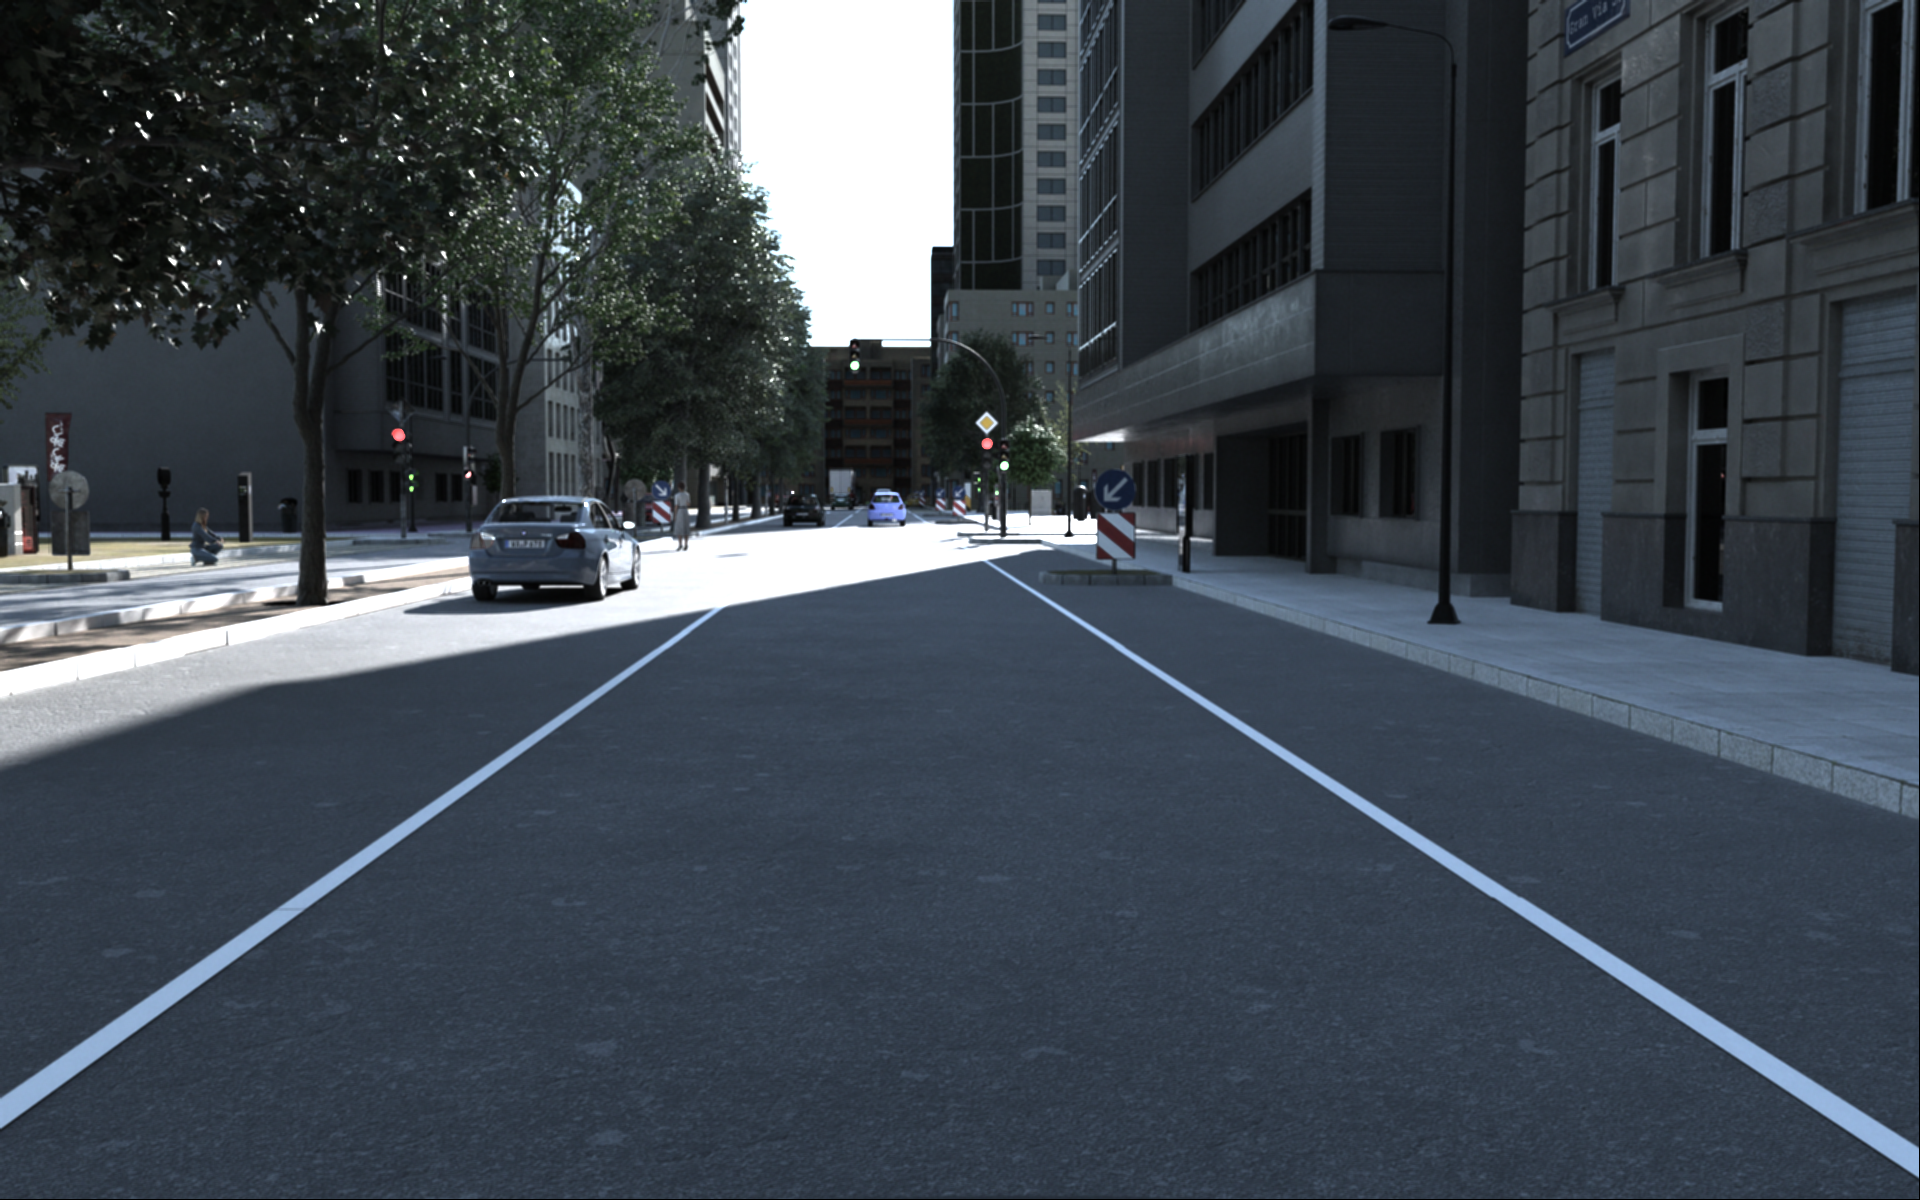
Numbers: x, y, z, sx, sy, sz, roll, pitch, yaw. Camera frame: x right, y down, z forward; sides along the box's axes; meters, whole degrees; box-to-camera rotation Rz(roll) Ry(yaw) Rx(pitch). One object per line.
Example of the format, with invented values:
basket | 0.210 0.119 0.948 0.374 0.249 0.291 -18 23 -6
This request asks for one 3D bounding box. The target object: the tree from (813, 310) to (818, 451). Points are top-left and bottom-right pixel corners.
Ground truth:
tree | -10.672 -9.936 71.572 9.857 13.997 8.962 0 3 0

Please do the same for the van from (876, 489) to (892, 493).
van | -6.590 -8.714 149.488 2.013 2.044 4.112 0 4 -3

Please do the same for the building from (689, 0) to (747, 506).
building | -35.621 -46.421 197.236 20.611 71.187 20.563 0 4 -3

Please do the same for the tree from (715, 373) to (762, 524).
tree | -10.943 -7.838 80.965 4.737 8.622 4.395 0 3 0

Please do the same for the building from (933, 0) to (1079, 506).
building | 7.664 -45.648 184.600 20.563 71.187 20.611 0 4 -3

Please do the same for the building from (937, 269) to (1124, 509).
building | 12.125 -19.360 161.582 27.650 21.520 28.899 0 4 -3

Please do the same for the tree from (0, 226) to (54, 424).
tree | -25.657 -5.810 45.363 4.737 8.622 4.395 0 3 0

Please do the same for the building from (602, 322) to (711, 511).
building | -36.534 -18.467 146.971 27.650 21.520 28.899 0 4 -3

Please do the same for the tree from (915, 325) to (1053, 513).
tree | 1.578 -12.286 117.888 9.611 12.733 9.660 0 3 0

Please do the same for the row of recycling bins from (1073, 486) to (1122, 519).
row of recycling bins | 7.558 -5.017 89.146 3.534 1.692 1.069 1 4 8

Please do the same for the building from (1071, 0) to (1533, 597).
building | 10.980 -13.260 35.870 14.314 24.678 30.058 0 4 -3

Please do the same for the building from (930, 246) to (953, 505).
building | 3.488 -26.379 202.999 14.160 30.474 14.107 0 4 -3

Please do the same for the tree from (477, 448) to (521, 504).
tree | -19.080 -4.701 71.460 1.663 3.219 1.824 0 3 0

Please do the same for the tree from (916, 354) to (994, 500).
tree | -0.150 -13.582 140.186 7.486 12.596 7.792 0 3 0

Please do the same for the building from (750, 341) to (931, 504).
building | -12.177 -23.617 231.173 28.899 21.520 27.650 0 4 -3

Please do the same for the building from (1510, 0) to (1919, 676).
building | 12.572 -12.856 7.461 12.463 27.353 25.104 0 4 -3

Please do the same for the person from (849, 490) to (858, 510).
person | -9.898 -9.231 159.362 0.705 1.831 1.348 -3 5 -40

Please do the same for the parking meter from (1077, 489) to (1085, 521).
parking meter | 5.706 -4.473 81.540 0.372 1.533 0.369 0 3 0

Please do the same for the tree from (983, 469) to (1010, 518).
tree | 1.795 -6.035 93.267 1.663 3.219 1.824 0 3 0

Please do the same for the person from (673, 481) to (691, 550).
person | -7.113 -2.145 44.144 0.480 1.755 0.524 -3 5 -41

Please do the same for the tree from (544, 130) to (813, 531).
tree | -10.070 -9.330 61.651 9.857 13.997 8.962 0 3 0

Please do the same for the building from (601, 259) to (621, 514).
building | -29.884 -14.673 107.350 16.820 18.784 16.811 0 4 -3

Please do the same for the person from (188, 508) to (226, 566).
person | -14.956 -1.257 34.554 0.738 1.151 1.012 0 4 -5

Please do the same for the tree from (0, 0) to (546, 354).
tree | -8.141 -5.654 11.915 9.611 12.733 9.660 0 3 0

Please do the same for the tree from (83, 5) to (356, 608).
tree | -8.211 -5.724 21.805 9.928 11.665 9.643 0 3 0

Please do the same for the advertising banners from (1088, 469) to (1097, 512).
advertising banners | 9.066 -7.729 122.551 0.090 3.025 2.074 -2 4 -30

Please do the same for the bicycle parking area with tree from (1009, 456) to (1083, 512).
bicycle parking area with tree | 6.453 -8.774 130.460 8.231 4.147 9.016 2 4 35

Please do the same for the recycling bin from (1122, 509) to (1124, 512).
recycling bin | 9.686 -5.278 98.845 0.722 1.027 0.722 2 4 33

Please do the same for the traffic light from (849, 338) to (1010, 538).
traffic light | -0.840 -4.645 50.611 4.771 5.953 1.251 0 4 -3

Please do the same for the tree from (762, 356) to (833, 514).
tree | -12.885 -12.416 123.579 7.486 12.596 7.792 0 3 0

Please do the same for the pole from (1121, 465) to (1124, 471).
pole | 11.525 -7.907 123.128 0.158 3.312 0.155 0 3 0

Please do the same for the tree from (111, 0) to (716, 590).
tree | -8.336 -6.337 31.819 9.928 11.665 9.643 0 3 0

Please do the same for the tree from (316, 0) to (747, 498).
tree | -10.526 -11.308 43.234 12.611 20.169 13.585 0 3 0

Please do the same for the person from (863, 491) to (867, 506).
person | -11.337 -12.076 205.951 0.705 1.824 1.348 -1 4 -21

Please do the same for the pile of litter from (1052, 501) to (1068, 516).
pile of litter | 5.695 -5.397 102.207 1.719 0.858 1.176 -1 4 -19

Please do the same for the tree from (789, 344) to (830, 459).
tree | -11.512 -9.852 89.289 9.928 11.665 9.643 0 3 0

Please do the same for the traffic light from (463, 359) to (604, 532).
traffic light | -14.370 -5.106 58.157 4.771 5.953 1.251 0 4 -3

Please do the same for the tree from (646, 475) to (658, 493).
tree | -21.982 -7.936 124.355 1.663 3.219 1.824 0 3 0

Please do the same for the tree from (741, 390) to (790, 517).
tree | -12.070 -9.473 107.699 4.360 8.622 3.978 0 3 0

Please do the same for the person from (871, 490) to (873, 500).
person | -8.311 -9.544 164.483 0.705 1.831 1.348 0 4 -6

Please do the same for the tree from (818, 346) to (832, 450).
tree | -11.824 -11.674 99.976 9.857 13.997 8.962 0 3 0

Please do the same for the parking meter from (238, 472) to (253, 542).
parking meter | -19.017 -2.469 46.081 0.255 1.863 0.399 0 4 -6

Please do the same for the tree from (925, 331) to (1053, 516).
tree | 1.525 -10.118 99.838 8.767 10.594 7.601 2 4 31

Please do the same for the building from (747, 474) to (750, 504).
building | -42.122 -23.533 229.805 28.899 21.520 27.650 0 4 -3

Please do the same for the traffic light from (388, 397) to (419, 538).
traffic light | -16.097 -3.739 50.051 0.839 4.253 0.868 0 4 -3

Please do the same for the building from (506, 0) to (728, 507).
building | -34.783 -33.502 171.452 21.300 48.544 21.600 0 4 -3

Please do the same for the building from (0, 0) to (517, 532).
building | -27.426 -16.872 69.366 14.314 27.812 24.014 0 4 -3

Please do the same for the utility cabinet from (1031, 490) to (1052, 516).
utility cabinet | 4.714 -5.607 100.345 1.173 1.500 0.318 0 4 0

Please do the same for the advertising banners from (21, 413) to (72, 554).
advertising banners | -20.125 -2.503 37.107 2.074 3.025 0.090 -1 4 -15

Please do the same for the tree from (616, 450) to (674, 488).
tree | -23.009 -9.002 130.896 4.285 4.588 4.351 0 3 0

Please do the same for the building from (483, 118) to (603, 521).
building | -25.366 -14.423 90.559 10.420 20.320 16.860 0 4 -3

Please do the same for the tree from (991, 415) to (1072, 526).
tree | 2.930 -5.323 70.748 4.285 4.588 4.351 0 3 0

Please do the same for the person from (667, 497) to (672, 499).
person | -19.231 -6.410 113.859 0.519 1.759 0.362 1 4 13

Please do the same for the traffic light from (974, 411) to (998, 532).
traffic light | 0.887 -4.275 58.823 0.839 4.253 0.868 0 4 -3

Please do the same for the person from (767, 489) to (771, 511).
person | -15.832 -8.261 143.436 0.599 1.838 0.709 -3 5 -44

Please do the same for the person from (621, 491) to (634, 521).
person | -13.509 -3.848 70.780 0.474 1.900 0.648 2 4 28

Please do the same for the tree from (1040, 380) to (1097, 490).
tree | 7.035 -9.713 109.168 4.360 8.622 3.978 0 3 0
